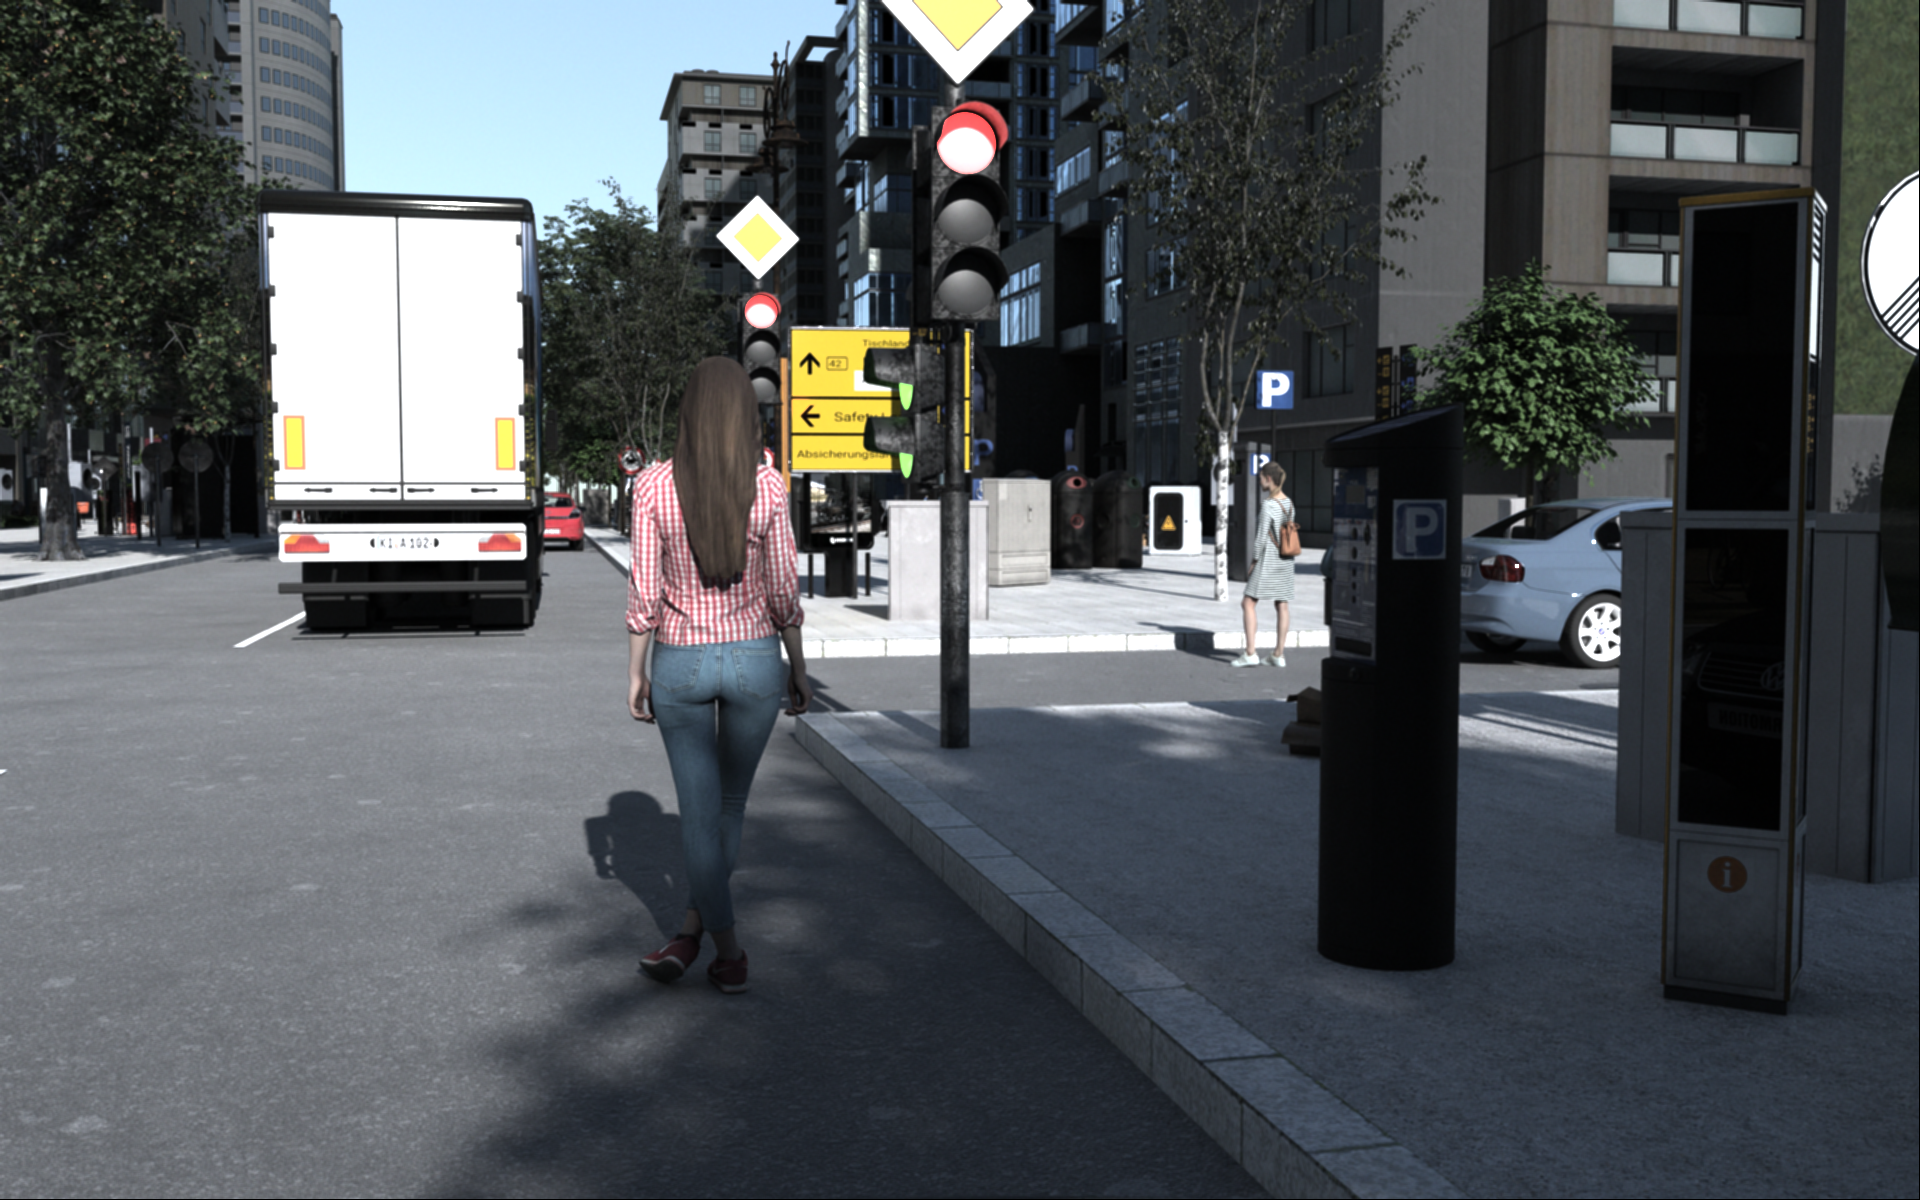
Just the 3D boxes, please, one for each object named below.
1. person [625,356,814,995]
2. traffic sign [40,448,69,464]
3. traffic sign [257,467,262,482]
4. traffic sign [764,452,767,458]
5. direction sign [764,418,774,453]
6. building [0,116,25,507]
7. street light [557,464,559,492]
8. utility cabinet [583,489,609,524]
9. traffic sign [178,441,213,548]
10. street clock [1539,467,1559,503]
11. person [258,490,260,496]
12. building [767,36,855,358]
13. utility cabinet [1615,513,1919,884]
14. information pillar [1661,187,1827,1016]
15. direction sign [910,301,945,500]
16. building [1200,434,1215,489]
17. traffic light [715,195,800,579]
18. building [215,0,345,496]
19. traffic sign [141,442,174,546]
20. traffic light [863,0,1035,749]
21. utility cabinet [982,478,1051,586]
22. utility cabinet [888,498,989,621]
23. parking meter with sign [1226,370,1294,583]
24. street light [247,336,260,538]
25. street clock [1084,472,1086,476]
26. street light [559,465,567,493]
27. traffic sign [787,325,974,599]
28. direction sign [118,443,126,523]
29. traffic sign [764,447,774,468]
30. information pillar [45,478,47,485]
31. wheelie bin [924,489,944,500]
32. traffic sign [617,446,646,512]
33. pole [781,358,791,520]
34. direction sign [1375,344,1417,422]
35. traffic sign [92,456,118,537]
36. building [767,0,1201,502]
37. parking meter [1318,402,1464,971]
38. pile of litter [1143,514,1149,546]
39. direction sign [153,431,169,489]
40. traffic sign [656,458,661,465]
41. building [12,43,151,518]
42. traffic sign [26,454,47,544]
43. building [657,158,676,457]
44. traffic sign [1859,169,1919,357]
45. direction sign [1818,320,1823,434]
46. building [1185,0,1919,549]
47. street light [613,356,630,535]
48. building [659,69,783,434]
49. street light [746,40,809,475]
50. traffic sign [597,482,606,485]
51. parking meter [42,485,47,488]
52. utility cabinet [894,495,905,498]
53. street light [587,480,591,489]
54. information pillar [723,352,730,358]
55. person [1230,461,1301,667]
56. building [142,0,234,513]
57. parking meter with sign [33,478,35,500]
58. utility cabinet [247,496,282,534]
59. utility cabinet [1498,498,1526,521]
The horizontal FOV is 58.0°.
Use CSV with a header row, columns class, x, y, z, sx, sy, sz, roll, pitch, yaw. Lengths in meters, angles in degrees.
class,x,y,z,sx,sy,sz,roll,pitch,yaw
person,-0.688,0.214,5.012,0.555,1.821,0.388,-2,4,-26
traffic sign,-24.208,-2.824,46.281,0.768,2.556,0.104,0,4,-6
traffic sign,-31.895,-4.775,78.176,0.768,2.556,0.104,0,4,-4
traffic sign,-3.311,-1.576,25.771,0.884,2.594,0.081,-1,4,-11
direction sign,-5.730,-3.664,51.899,0.379,3.537,0.876,-3,4,-37
building,-49.603,-26.877,63.143,21.300,48.544,21.600,-1,4,-14
street light,-48.308,-14.457,209.151,0.468,5.910,1.993,-1,4,-14
utility cabinet,-15.530,-3.991,73.936,0.318,1.500,1.173,3,4,38
traffic sign,-18.006,-2.491,40.834,0.768,2.556,0.104,-1,4,-11
street clock,11.100,-1.718,32.662,0.358,2.002,0.471,0,4,0
person,-65.842,-9.426,162.625,0.705,1.823,1.348,-2,4,-30
building,-2.235,-27.712,144.973,32.217,40.220,23.993,-1,4,-14
utility cabinet,2.859,0.306,6.162,0.306,1.237,1.020,-2,4,-31
information pillar,1.983,0.006,4.389,0.304,2.012,0.304,2,4,31
direction sign,-0.287,-1.704,19.862,0.379,3.537,0.876,-3,5,-41
building,12.929,-46.363,70.713,22.319,86.520,31.000,-1,4,-14
traffic light,-1.931,-1.683,16.439,0.839,4.253,0.868,-1,4,-14
building,-79.682,-39.606,189.564,21.231,58.520,28.212,-1,4,-14
traffic sign,-19.673,-2.591,42.473,0.768,2.556,0.104,0,4,-4
traffic light,-0.045,-1.208,8.679,0.839,4.253,0.868,-1,4,-14
utility cabinet,0.809,-0.955,24.285,0.318,1.500,1.173,3,5,40
utility cabinet,-0.222,-0.398,17.673,1.020,1.237,0.306,0,4,-2
parking meter with sign,4.312,-1.778,25.324,0.543,3.016,1.738,-1,4,-8
street light,-20.603,-4.757,50.571,0.468,5.910,1.993,-1,4,-14
street clock,3.674,-2.985,53.379,0.358,2.002,0.471,2,4,35
street light,-39.574,-12.270,173.396,0.468,5.910,1.993,-1,4,-14
traffic sign,-0.960,-1.667,21.121,2.265,3.308,0.079,0,4,-7
direction sign,-37.545,-5.243,77.712,0.379,3.537,0.876,0,4,-6
traffic sign,-5.313,-2.836,46.474,0.768,2.556,0.104,0,4,-4
information pillar,-27.331,-2.916,52.171,0.304,2.012,0.304,-3,4,-39
wheelie bin,-0.725,-3.052,57.807,0.980,1.594,0.693,0,4,-1
traffic sign,-8.618,-2.776,45.497,0.768,2.556,0.104,-1,4,-9
pole,-2.654,-1.972,26.079,0.158,3.312,0.155,0,3,0
direction sign,6.677,-2.117,26.610,0.379,3.537,0.876,-2,4,-28
traffic sign,-25.816,-3.125,52.280,0.795,2.450,0.064,-1,4,-13
building,-0.031,-49.124,115.852,22.319,86.520,31.000,-1,4,-14
parking meter,1.188,0.221,4.790,0.372,1.533,0.369,0,3,0
pile of litter,4.477,-1.784,43.139,1.176,0.858,1.719,0,4,0
direction sign,-28.911,-4.327,62.749,0.876,3.537,0.379,2,4,32
traffic sign,-10.963,-3.854,63.013,0.884,2.594,0.081,-1,4,-12
building,-58.535,-29.079,95.049,23.786,49.044,30.456,-1,4,-14
traffic sign,-23.666,-2.593,44.520,0.606,2.300,0.079,0,4,-6
building,-30.140,-37.651,239.291,21.300,48.544,21.600,-1,4,-14
traffic sign,3.817,-0.408,6.773,0.768,2.556,0.104,0,4,-8
direction sign,10.806,-1.864,22.472,0.876,3.537,0.379,-1,4,-21
building,14.302,-21.813,40.231,14.086,41.232,14.154,-1,4,-14
street light,-10.481,-4.948,53.688,0.468,5.910,1.993,-1,4,-14
building,-21.769,-38.333,215.977,28.713,52.752,27.495,-1,4,-14
street light,-1.928,-2.782,18.274,0.468,5.910,1.993,-1,4,-14
traffic sign,-17.691,-5.254,85.900,0.884,2.594,0.081,-1,4,-10
parking meter,-25.852,-2.494,49.186,0.372,1.533,0.369,0,3,0
utility cabinet,-2.723,-4.410,83.272,0.306,1.237,1.020,3,5,39
street light,-19.729,-7.270,91.655,0.468,5.910,1.993,-1,4,-14
information pillar,-3.765,-2.275,28.543,0.183,3.616,0.504,-2,4,-31
person,2.596,-0.300,14.410,0.522,1.701,0.512,3,5,41
building,-67.692,-32.614,122.478,28.713,52.752,27.495,-1,4,-14
parking meter with sign,-40.544,-4.974,77.586,1.738,3.016,0.543,-1,4,-23
utility cabinet,-22.444,-2.734,55.861,1.020,1.237,0.306,-2,4,-24
utility cabinet,9.603,-1.162,30.160,0.306,1.237,1.020,0,4,6
